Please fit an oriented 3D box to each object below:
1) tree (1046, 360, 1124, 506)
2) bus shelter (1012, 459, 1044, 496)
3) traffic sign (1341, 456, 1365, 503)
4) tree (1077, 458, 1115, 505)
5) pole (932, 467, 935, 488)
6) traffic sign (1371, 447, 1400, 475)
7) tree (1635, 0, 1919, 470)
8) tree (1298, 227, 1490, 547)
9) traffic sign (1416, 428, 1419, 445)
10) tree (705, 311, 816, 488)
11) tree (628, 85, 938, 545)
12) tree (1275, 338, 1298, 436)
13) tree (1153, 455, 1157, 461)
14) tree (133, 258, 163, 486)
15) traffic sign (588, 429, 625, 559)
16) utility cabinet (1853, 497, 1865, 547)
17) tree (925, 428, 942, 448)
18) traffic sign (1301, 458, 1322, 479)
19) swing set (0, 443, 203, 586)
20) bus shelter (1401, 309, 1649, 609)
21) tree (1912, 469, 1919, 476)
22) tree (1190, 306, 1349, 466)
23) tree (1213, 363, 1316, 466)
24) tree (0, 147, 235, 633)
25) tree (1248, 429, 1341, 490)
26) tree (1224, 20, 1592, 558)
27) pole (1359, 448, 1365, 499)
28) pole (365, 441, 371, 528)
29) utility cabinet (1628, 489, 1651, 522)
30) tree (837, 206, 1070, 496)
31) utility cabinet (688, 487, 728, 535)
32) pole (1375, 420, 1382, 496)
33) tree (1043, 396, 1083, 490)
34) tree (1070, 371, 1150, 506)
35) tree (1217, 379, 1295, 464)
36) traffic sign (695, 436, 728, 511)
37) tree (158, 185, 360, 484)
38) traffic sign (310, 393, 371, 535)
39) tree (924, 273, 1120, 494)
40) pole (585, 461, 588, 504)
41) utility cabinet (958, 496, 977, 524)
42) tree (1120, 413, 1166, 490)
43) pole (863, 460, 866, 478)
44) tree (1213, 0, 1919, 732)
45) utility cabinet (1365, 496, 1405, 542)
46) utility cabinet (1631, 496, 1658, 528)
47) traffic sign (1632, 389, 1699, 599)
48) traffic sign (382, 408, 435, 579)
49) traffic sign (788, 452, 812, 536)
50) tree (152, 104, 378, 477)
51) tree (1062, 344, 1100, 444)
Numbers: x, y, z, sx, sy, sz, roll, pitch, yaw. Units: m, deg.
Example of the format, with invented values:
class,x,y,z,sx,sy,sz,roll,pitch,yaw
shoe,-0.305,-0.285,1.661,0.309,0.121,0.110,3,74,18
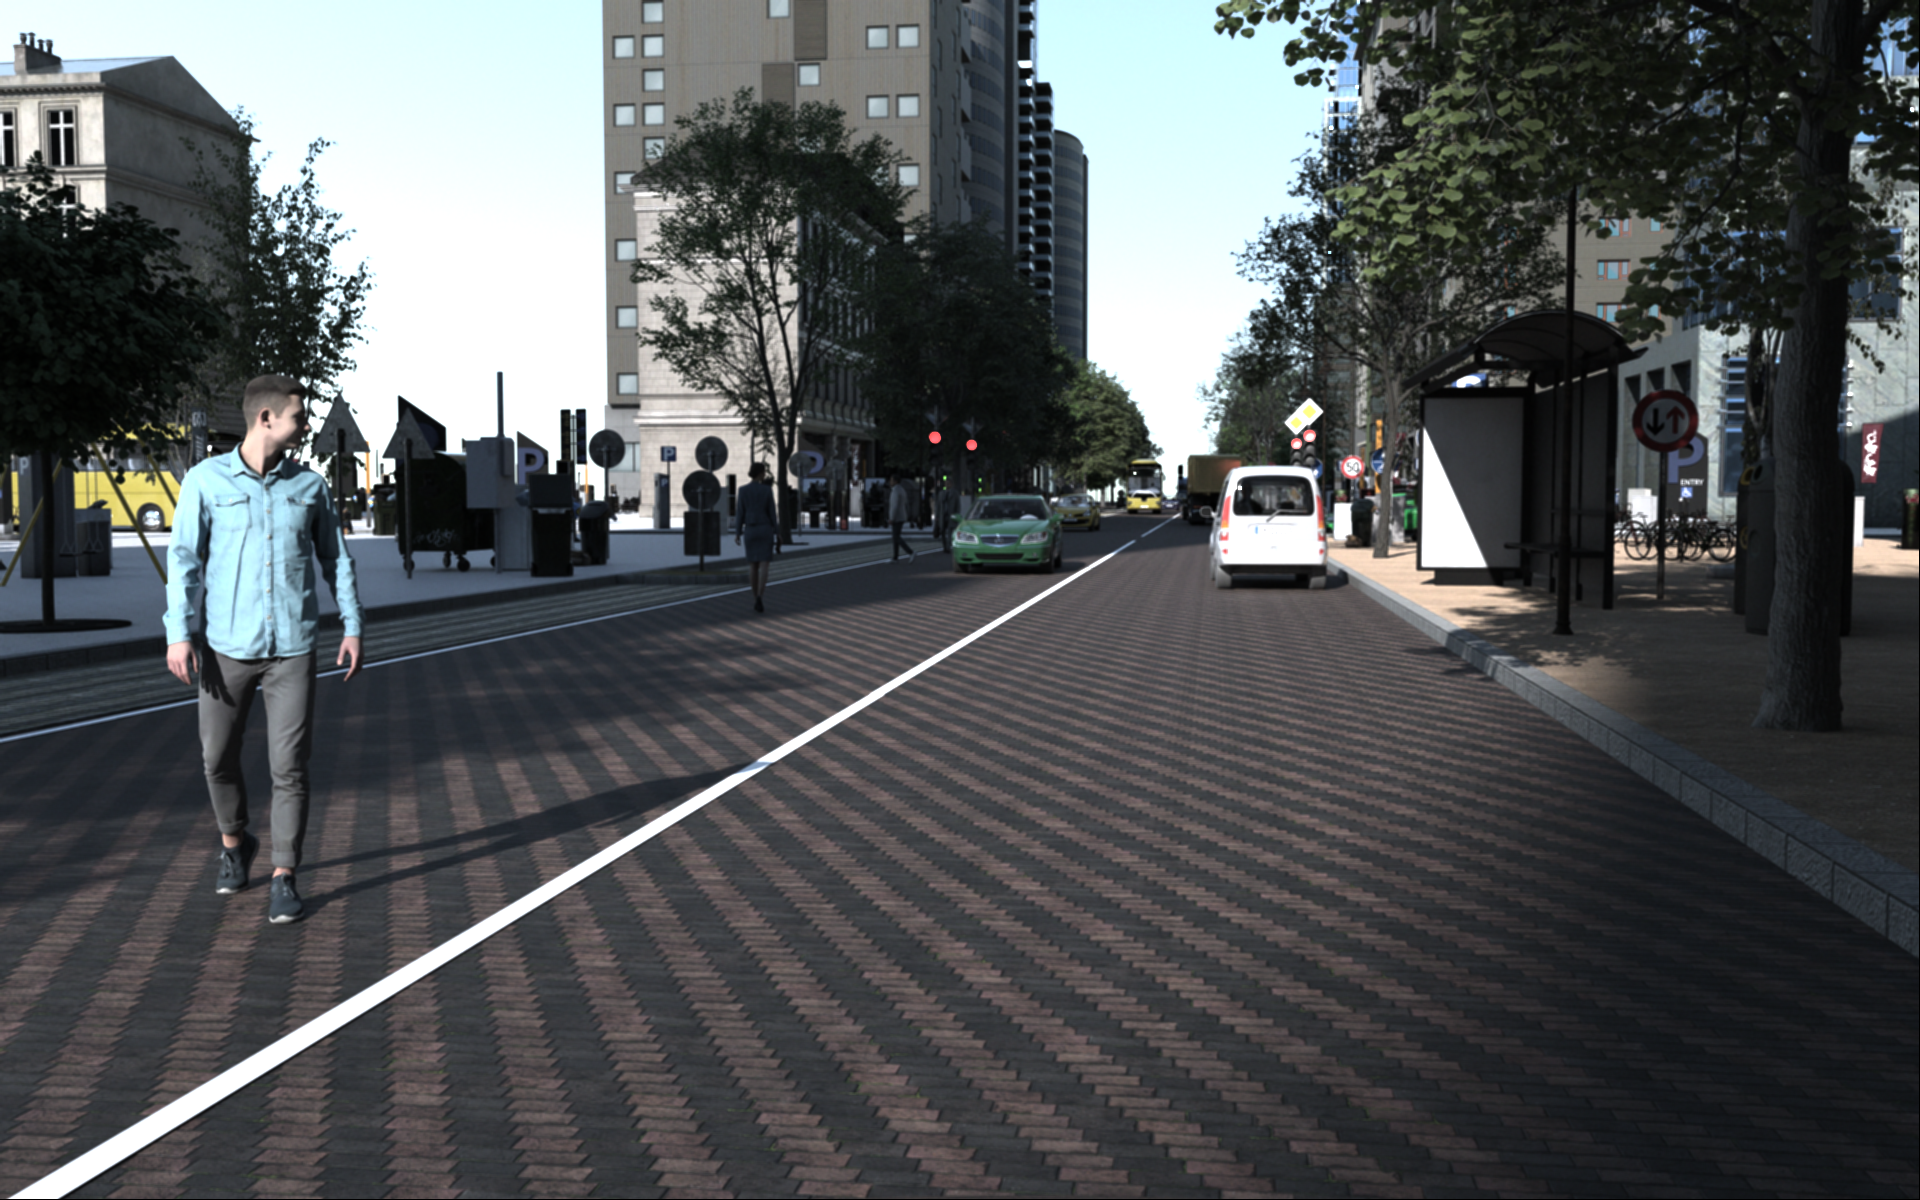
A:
class,x,y,z,sx,sy,sz,roll,pitch,yaw
tree,11.024,-13.963,146.420,7.486,12.596,7.792,0,3,0
bus shelter,3.703,-7.719,103.829,2.179,5.291,8.768,1,4,8
traffic sign,13.009,-3.506,57.430,0.768,2.556,0.104,1,4,14
tree,12.227,-10.550,156.199,4.285,4.588,4.351,0,3,0
pole,-1.958,-8.285,129.300,0.158,3.312,0.155,0,3,0
traffic sign,11.473,-2.851,46.716,0.768,2.556,0.104,1,4,17
tree,10.996,-4.443,23.005,4.360,8.622,3.978,0,3,0
tree,10.665,-5.595,41.835,4.360,8.622,3.978,0,3,0
traffic sign,7.577,-1.665,27.321,0.768,2.556,0.104,1,4,11
tree,-7.867,-7.218,68.370,4.360,8.622,3.978,0,3,0
tree,-4.418,-7.209,43.616,9.928,11.665,9.643,0,3,0
tree,14.663,-7.368,70.830,4.360,8.622,3.978,0,3,0
tree,30.439,-20.337,282.869,4.737,8.622,4.395,0,3,0
tree,-22.555,-6.122,50.462,4.360,8.622,3.978,0,3,0
traffic sign,-6.965,-2.081,34.126,0.768,2.556,0.104,1,4,11
utility cabinet,21.418,-1.896,42.169,1.020,1.237,0.306,0,4,5
tree,-0.536,-10.494,121.941,4.737,8.622,4.395,0,3,0
traffic sign,12.402,-3.727,61.038,0.768,2.556,0.104,1,4,9
swing set,-11.670,-1.547,22.917,2.862,2.851,3.119,-1,4,-13
bus shelter,6.845,-1.698,21.689,2.014,3.302,5.546,0,4,8
tree,35.976,-4.202,63.303,1.663,3.219,1.824,0,3,0
tree,19.921,-12.361,112.469,12.009,13.543,11.850,0,3,0
tree,22.120,-12.218,125.518,9.928,11.665,9.643,0,3,0
tree,-8.714,-2.002,16.450,4.285,4.588,4.351,0,3,0
tree,16.043,-5.911,80.361,4.285,4.588,4.351,0,3,0
tree,8.719,-6.106,34.240,7.601,10.594,8.767,2,4,32
pole,17.640,-5.027,76.029,0.158,3.312,0.155,0,3,0
pole,-22.630,-4.427,66.222,0.158,3.312,0.155,0,3,0
utility cabinet,27.449,-3.749,69.970,0.318,1.500,1.173,-1,4,-11
tree,-0.289,-10.355,75.958,9.857,13.997,8.962,0,3,0
utility cabinet,-7.729,-2.719,53.138,1.173,1.500,0.318,-1,4,-14
pole,11.527,-3.295,47.715,0.158,3.312,0.155,0,3,0
tree,7.197,-10.761,126.307,4.360,8.622,3.978,0,3,0
tree,14.683,-16.644,178.782,9.857,13.997,8.962,0,3,0
tree,28.459,-15.143,164.601,9.611,12.733,9.660,0,3,0
traffic sign,-5.484,-2.328,38.176,0.768,2.556,0.104,1,4,14
tree,-16.119,-5.555,41.191,4.360,8.622,3.978,0,3,0
traffic sign,-7.962,-1.360,22.246,0.884,2.594,0.081,1,4,16
tree,2.106,-10.534,89.239,9.611,12.733,9.660,0,3,0
pole,-22.703,-6.817,105.293,0.158,3.312,0.155,0,3,0
utility cabinet,0.220,-3.815,73.533,1.020,1.237,0.306,2,4,32
tree,22.682,-19.212,231.118,9.611,12.733,9.660,0,3,0
pole,-5.649,-6.641,102.417,0.158,3.312,0.155,0,3,0
tree,5.040,-5.575,9.271,7.486,12.596,7.792,0,3,0
utility cabinet,11.368,-2.154,46.379,1.020,1.237,0.306,0,4,3
utility cabinet,26.056,-3.350,65.931,0.306,1.237,1.020,-1,4,-23
traffic sign,8.578,-1.286,21.137,0.768,2.556,0.104,1,4,12
traffic sign,-8.334,-1.599,26.149,0.884,2.594,0.081,1,4,13
traffic sign,-4.862,-3.207,52.539,0.768,2.556,0.104,1,4,16
tree,-13.054,-5.058,33.058,4.737,8.622,4.395,0,3,0
tree,5.309,-11.608,115.552,9.928,11.665,9.643,0,3,0
